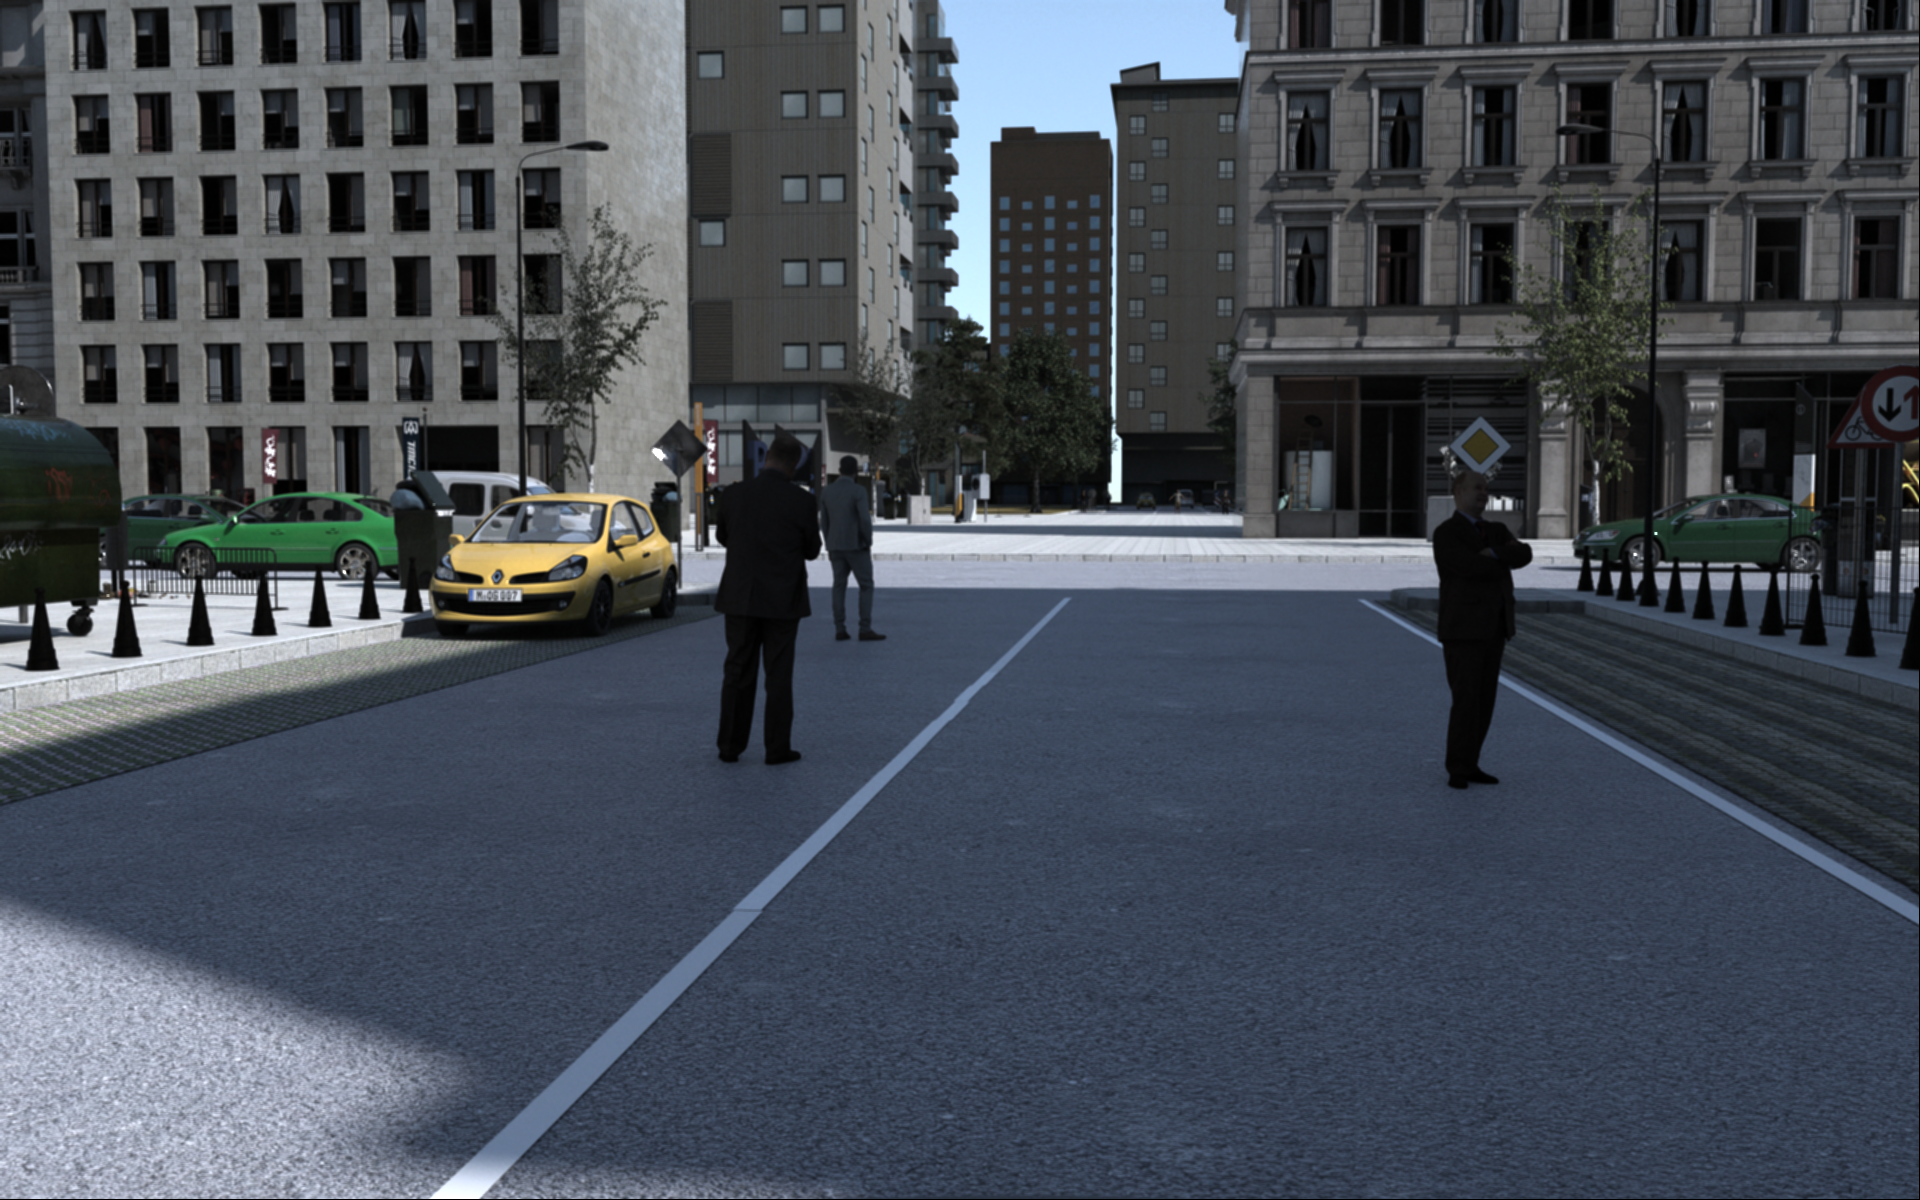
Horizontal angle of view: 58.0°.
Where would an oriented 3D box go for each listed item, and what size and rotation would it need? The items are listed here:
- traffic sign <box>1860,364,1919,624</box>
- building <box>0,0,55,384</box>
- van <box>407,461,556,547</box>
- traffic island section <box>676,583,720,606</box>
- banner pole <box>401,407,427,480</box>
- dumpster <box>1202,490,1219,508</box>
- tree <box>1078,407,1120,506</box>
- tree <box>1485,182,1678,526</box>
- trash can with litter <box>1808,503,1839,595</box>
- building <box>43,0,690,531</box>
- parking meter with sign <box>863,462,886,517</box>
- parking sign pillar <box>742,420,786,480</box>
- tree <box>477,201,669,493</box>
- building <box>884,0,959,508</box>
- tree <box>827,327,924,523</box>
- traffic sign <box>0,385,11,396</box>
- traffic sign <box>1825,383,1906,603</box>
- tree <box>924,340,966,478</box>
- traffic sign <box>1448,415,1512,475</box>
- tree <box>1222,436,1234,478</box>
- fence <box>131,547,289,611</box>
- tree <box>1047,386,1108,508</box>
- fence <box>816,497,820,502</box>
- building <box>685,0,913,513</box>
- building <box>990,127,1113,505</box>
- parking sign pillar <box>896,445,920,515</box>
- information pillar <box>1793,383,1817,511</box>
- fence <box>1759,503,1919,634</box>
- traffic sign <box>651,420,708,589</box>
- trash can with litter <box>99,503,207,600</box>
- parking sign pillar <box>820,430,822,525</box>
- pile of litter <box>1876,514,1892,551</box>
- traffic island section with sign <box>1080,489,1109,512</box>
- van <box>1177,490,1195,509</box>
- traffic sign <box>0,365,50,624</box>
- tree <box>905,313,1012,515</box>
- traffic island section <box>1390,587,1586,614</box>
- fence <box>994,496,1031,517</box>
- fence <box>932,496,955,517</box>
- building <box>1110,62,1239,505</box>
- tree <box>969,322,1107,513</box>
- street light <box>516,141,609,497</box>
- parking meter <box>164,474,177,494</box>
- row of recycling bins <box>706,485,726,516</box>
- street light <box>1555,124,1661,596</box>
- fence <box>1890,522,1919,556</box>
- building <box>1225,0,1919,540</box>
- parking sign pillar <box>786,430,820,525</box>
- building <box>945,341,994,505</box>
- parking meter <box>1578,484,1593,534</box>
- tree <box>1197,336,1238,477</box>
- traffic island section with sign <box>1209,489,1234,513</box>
[{"bbox_3d":[9.265,-1.040,17.110,0.768,2.556,0.104,1,4,12],"label":"traffic sign"},{"bbox_3d":[-38.590,-13.380,60.557,24.055,21.916,13.314,0,4,7],"label":"building"},{"bbox_3d":[-8.019,-1.490,31.375,4.112,2.044,2.013,1,4,9],"label":"van"},{"bbox_3d":[-3.818,-0.073,23.476,2.009,0.180,2.903,0,4,7],"label":"traffic island section"},{"bbox_3d":[-15.582,-3.655,49.771,0.863,3.779,0.401,-1,4,-22],"label":"banner pole"},{"bbox_3d":[25.982,-10.478,179.533,1.865,1.857,1.264,0,4,8],"label":"dumpster"},{"bbox_3d":[12.982,-15.671,181.977,9.928,11.665,9.643,0,3,0],"label":"tree"},{"bbox_3d":[14.593,-5.485,40.047,4.737,8.622,4.395,0,3,0],"label":"tree"},{"bbox_3d":[11.284,-0.658,22.147,0.624,1.170,1.055,3,4,38],"label":"trash can with litter"},{"bbox_3d":[-18.499,-12.332,56.386,16.860,20.320,10.420,0,4,7],"label":"building"},{"bbox_3d":[-4.491,-6.104,96.056,1.738,3.016,0.543,-2,4,-35],"label":"parking meter with sign"},{"bbox_3d":[-7.445,-4.574,63.263,1.447,3.967,1.447,1,4,21],"label":"parking sign pillar"},{"bbox_3d":[-9.440,-5.664,42.970,4.360,8.622,3.978,0,3,0],"label":"tree"},{"bbox_3d":[-15.820,-33.144,161.512,30.456,49.044,23.786,0,4,7],"label":"building"},{"bbox_3d":[-3.751,-7.678,75.905,4.360,8.622,3.978,0,3,0],"label":"tree"},{"bbox_3d":[-9.194,-0.870,16.351,0.606,2.300,0.079,1,4,14],"label":"traffic sign"},{"bbox_3d":[10.586,-1.242,20.311,0.884,2.594,0.081,0,4,8],"label":"traffic sign"},{"bbox_3d":[-1.779,-8.150,83.610,4.360,8.622,3.978,0,3,0],"label":"tree"},{"bbox_3d":[6.619,-1.129,22.107,0.795,2.450,0.064,0,4,7],"label":"traffic sign"},{"bbox_3d":[27.501,-13.276,167.417,4.360,8.622,3.978,0,3,0],"label":"tree"},{"bbox_3d":[-8.482,-0.248,19.431,2.069,0.683,0.278,1,4,19],"label":"fence"},{"bbox_3d":[10.354,-14.251,155.060,6.751,12.117,7.091,0,3,0],"label":"tree"},{"bbox_3d":[-5.186,-3.284,64.889,2.264,1.192,0.480,0,4,1],"label":"fence"},{"bbox_3d":[-18.313,-32.836,126.101,28.713,52.752,27.495,0,4,7],"label":"building"},{"bbox_3d":[11.535,-34.493,214.076,14.200,45.320,14.600,0,4,7],"label":"building"},{"bbox_3d":[-2.851,-6.501,94.756,1.447,3.967,1.447,1,4,13],"label":"parking sign pillar"},{"bbox_3d":[17.756,-2.758,36.453,0.183,3.616,0.504,-1,4,-22],"label":"information pillar"},{"bbox_3d":[8.059,-0.260,15.453,0.480,1.192,2.264,-1,4,-9],"label":"fence"},{"bbox_3d":[-3.794,-1.209,23.411,0.795,2.450,0.064,0,4,7],"label":"traffic sign"},{"bbox_3d":[-10.577,-0.659,21.829,1.678,1.210,2.233,-2,4,-35],"label":"trash can with litter"},{"bbox_3d":[-6.143,-5.158,72.802,1.447,3.967,1.447,1,4,9],"label":"parking sign pillar"},{"bbox_3d":[20.579,-1.556,39.398,1.719,0.858,1.176,0,4,-2],"label":"pile of litter"},{"bbox_3d":[10.480,-7.809,136.310,1.989,1.847,2.006,0,4,7],"label":"traffic island section with sign"},{"bbox_3d":[22.058,-9.953,169.741,2.013,2.044,4.112,0,4,7],"label":"van"},{"bbox_3d":[-9.290,-1.040,17.106,0.768,2.556,0.104,1,4,9],"label":"traffic sign"},{"bbox_3d":[-0.242,-11.129,104.021,6.751,12.117,7.091,0,3,0],"label":"tree"},{"bbox_3d":[6.643,0.006,22.182,2.009,0.180,2.903,0,4,7],"label":"traffic island section"},{"bbox_3d":[2.994,-5.314,98.086,2.264,1.192,0.480,-3,4,-36],"label":"fence"},{"bbox_3d":[-1.044,-5.277,97.481,2.264,1.192,0.480,2,4,34],"label":"fence"},{"bbox_3d":[33.212,-38.535,219.285,27.495,52.752,28.713,0,4,7],"label":"building"},{"bbox_3d":[5.134,-12.140,115.489,9.611,12.733,9.660,0,3,0],"label":"tree"},{"bbox_3d":[-5.308,-3.085,22.985,1.470,5.913,1.316,0,4,7],"label":"street light"},{"bbox_3d":[-23.139,-2.757,50.788,0.255,1.863,0.399,-3,5,-40],"label":"parking meter"},{"bbox_3d":[-10.224,-4.259,76.745,3.534,1.692,1.069,2,4,30],"label":"row of recycling bins"},{"bbox_3d":[8.182,-3.017,21.866,1.470,5.913,1.316,0,4,7],"label":"street light"},{"bbox_3d":[20.269,-1.305,36.706,2.069,0.683,0.278,-3,5,-42],"label":"fence"},{"bbox_3d":[10.026,-12.386,53.422,40.483,20.767,10.553,0,4,7],"label":"building"},{"bbox_3d":[-6.406,-4.765,66.379,1.447,3.967,1.447,-2,4,-25],"label":"parking sign pillar"},{"bbox_3d":[-9.455,-23.202,224.384,28.899,21.520,27.650,0,4,7],"label":"building"},{"bbox_3d":[15.941,-2.181,44.071,0.372,1.533,0.369,0,3,0],"label":"parking meter"},{"bbox_3d":[21.255,-12.886,117.341,9.857,13.997,8.962,0,3,0],"label":"tree"},{"bbox_3d":[20.644,-7.748,135.307,1.989,1.847,2.006,0,4,7],"label":"traffic island section with sign"}]
